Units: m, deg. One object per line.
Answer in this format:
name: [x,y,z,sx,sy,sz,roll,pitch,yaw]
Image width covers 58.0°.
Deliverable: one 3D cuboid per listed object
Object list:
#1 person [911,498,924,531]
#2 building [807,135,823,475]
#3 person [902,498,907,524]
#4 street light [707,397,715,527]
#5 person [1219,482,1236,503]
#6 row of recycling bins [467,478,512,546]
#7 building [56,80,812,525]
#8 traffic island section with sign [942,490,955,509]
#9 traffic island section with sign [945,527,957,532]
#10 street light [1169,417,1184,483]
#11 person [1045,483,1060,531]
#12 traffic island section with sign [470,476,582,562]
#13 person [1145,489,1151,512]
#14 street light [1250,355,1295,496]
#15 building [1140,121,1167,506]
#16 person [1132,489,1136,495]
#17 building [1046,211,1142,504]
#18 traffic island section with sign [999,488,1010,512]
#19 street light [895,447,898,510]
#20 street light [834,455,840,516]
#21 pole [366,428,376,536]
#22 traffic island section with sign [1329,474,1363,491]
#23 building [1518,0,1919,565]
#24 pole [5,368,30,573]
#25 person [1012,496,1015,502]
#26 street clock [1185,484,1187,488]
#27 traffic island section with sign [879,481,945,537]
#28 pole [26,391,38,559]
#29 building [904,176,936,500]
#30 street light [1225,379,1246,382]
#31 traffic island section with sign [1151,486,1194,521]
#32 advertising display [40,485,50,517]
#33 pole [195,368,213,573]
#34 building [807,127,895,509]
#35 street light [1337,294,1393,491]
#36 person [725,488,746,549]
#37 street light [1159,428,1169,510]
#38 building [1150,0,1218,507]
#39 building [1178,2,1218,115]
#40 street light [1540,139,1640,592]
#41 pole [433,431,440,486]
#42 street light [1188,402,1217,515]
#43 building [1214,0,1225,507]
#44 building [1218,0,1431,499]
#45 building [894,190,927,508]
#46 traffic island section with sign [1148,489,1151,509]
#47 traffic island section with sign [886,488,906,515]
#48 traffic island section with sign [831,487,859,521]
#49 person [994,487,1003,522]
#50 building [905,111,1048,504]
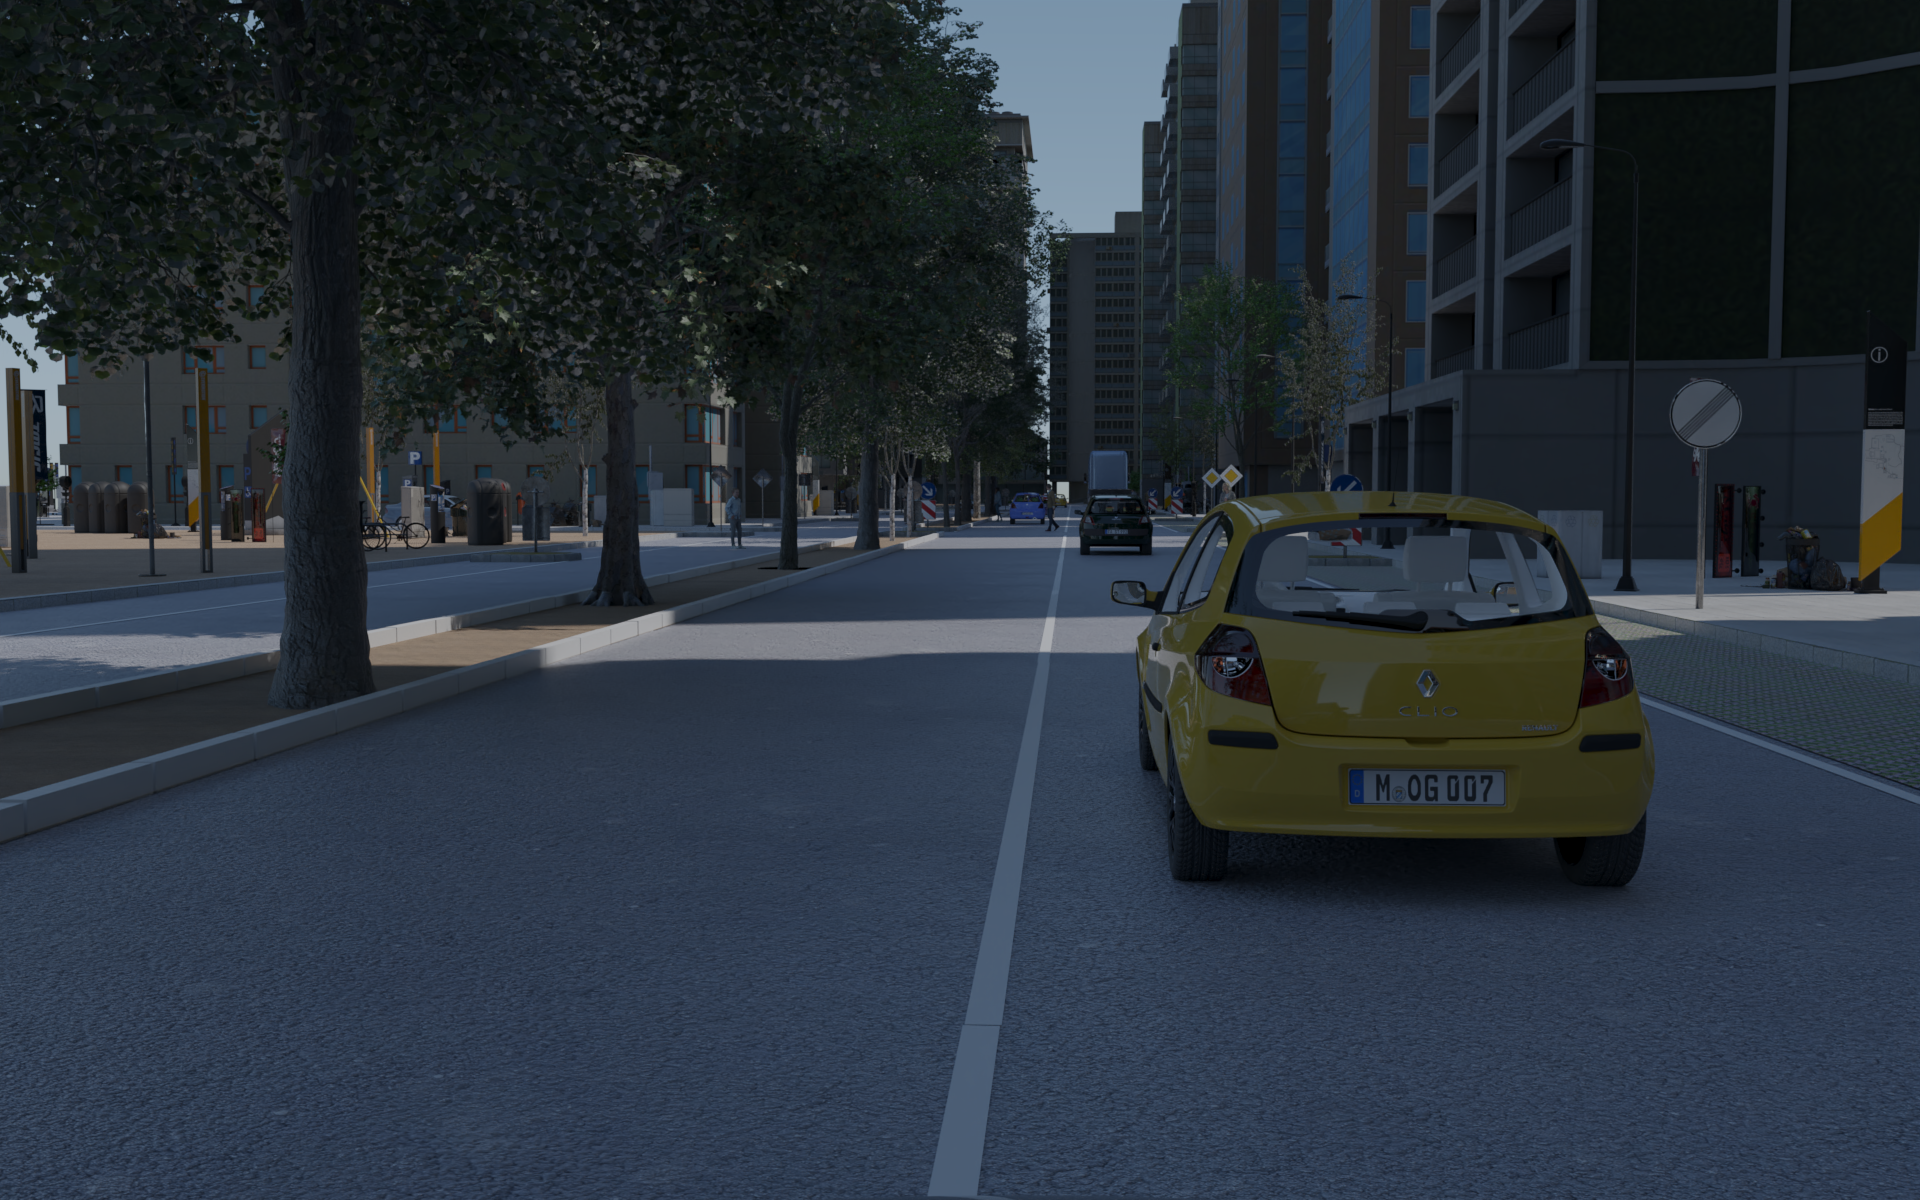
person: [-1.662,-3.389,64.395,0.515,1.767,0.782,-1,4,-20]
building: [-21.772,-28.604,122.293,22.147,44.769,28.867,0,4,4]
person: [-2.472,-4.512,82.470,0.583,1.804,0.606,-1,4,-9]
street light: [-9.111,-5.773,66.936,1.470,5.913,1.316,0,4,4]
person: [8.421,-2.810,54.629,0.537,1.800,0.526,2,4,32]
row of recycling bins: [-12.174,-2.300,44.723,1.069,1.692,3.534,-1,4,-10]
building: [-23.323,-14.751,86.212,27.650,21.520,28.899,0,4,4]
traffic island section with sign: [-0.717,-9.802,168.895,1.989,1.847,2.006,0,4,4]
traffic island section with sign: [-1.178,-3.559,66.322,2.006,1.907,1.989,0,4,4]
street light: [13.541,-8.075,104.573,1.470,5.913,1.316,0,4,4]
person: [3.513,-3.570,66.773,0.836,1.842,0.656,-3,5,-44]
traffic island section with sign: [-9.262,-1.753,37.291,1.989,1.847,2.006,0,4,4]
person: [14.623,-7.688,134.113,0.656,1.842,0.836,0,4,0]
street light: [10.557,-5.213,57.775,1.470,5.913,1.316,0,4,4]
building: [27.128,-31.137,192.685,14.154,41.232,14.086,0,4,4]
person: [13.909,-7.929,137.981,0.795,1.843,0.661,3,5,40]
building: [24.094,-33.569,240.740,23.993,40.220,32.217,0,4,4]
traffic island section with sign: [3.677,-8.145,141.304,2.006,1.907,1.989,0,4,4]
street light: [-4.486,-10.072,137.223,1.470,5.913,1.316,0,4,4]
street light: [-6.758,-7.938,102.322,1.470,5.913,1.316,0,4,4]
pole: [-18.148,-3.639,53.340,0.158,3.312,0.155,0,3,0]
traffic island section with sign: [7.604,-1.621,35.128,1.989,1.847,2.006,0,4,4]
building: [20.345,-36.555,35.924,20.563,71.187,20.611,0,4,4]
pole: [-15.299,-2.093,28.072,0.158,3.312,0.155,0,3,0]
person: [3.251,-5.676,105.586,0.425,1.301,0.394,-2,4,-30]
street clock: [16.030,-7.168,121.773,0.358,2.002,0.471,3,5,44]
traffic island section with sign: [-1.668,-3.107,58.931,2.006,1.907,1.989,0,4,4]
pole: [-18.409,-2.472,34.254,0.158,3.312,0.155,0,3,0]
building: [-14.870,-31.201,202.012,23.993,40.220,32.217,0,4,4]
street light: [11.380,-5.952,69.849,1.470,5.913,1.316,0,4,4]
traffic island section with sign: [11.240,-5.038,90.992,1.989,1.847,2.006,0,4,4]
advertising display: [-50.677,-5.546,95.898,0.974,1.923,0.123,3,5,39]
pole: [-12.277,-2.097,28.131,0.158,3.312,0.155,0,3,0]
building: [-13.354,-28.513,149.777,14.154,41.232,14.086,0,4,4]
street light: [9.476,-4.151,40.413,1.470,5.913,1.316,0,4,4]
person: [-5.847,-2.126,45.066,0.330,1.601,0.589,3,5,42]
street light: [14.665,-9.137,121.932,1.470,5.913,1.316,0,4,4]
building: [31.148,-33.658,169.911,23.786,49.044,30.456,0,4,4]
building: [25.483,-28.412,148.135,14.154,41.232,14.086,0,4,4]
street light: [8.293,-3.075,22.812,1.470,5.913,1.316,0,4,4]
pole: [-16.786,-3.774,55.552,0.158,3.312,0.155,0,3,0]
street light: [12.364,-7.014,87.217,1.470,5.913,1.316,0,4,4]
building: [29.137,-35.647,124.823,21.231,58.520,28.212,0,4,4]
building: [20.995,-26.838,88.909,14.600,45.320,14.200,0,4,4]
building: [-10.791,-23.997,164.051,14.160,30.474,14.107,0,4,4]
traffic island section with sign: [12.980,-6.683,117.891,1.989,1.847,2.006,0,4,4]
traffic island section with sign: [-3.981,-6.729,118.654,1.989,1.847,2.006,0,4,4]
traffic island section with sign: [-5.739,-5.076,91.617,1.989,1.847,2.006,0,4,4]
person: [2.006,-5.001,90.527,0.793,1.790,0.793,-3,4,-38]
building: [-1.793,-39.740,238.991,27.495,52.752,28.713,0,4,4]
